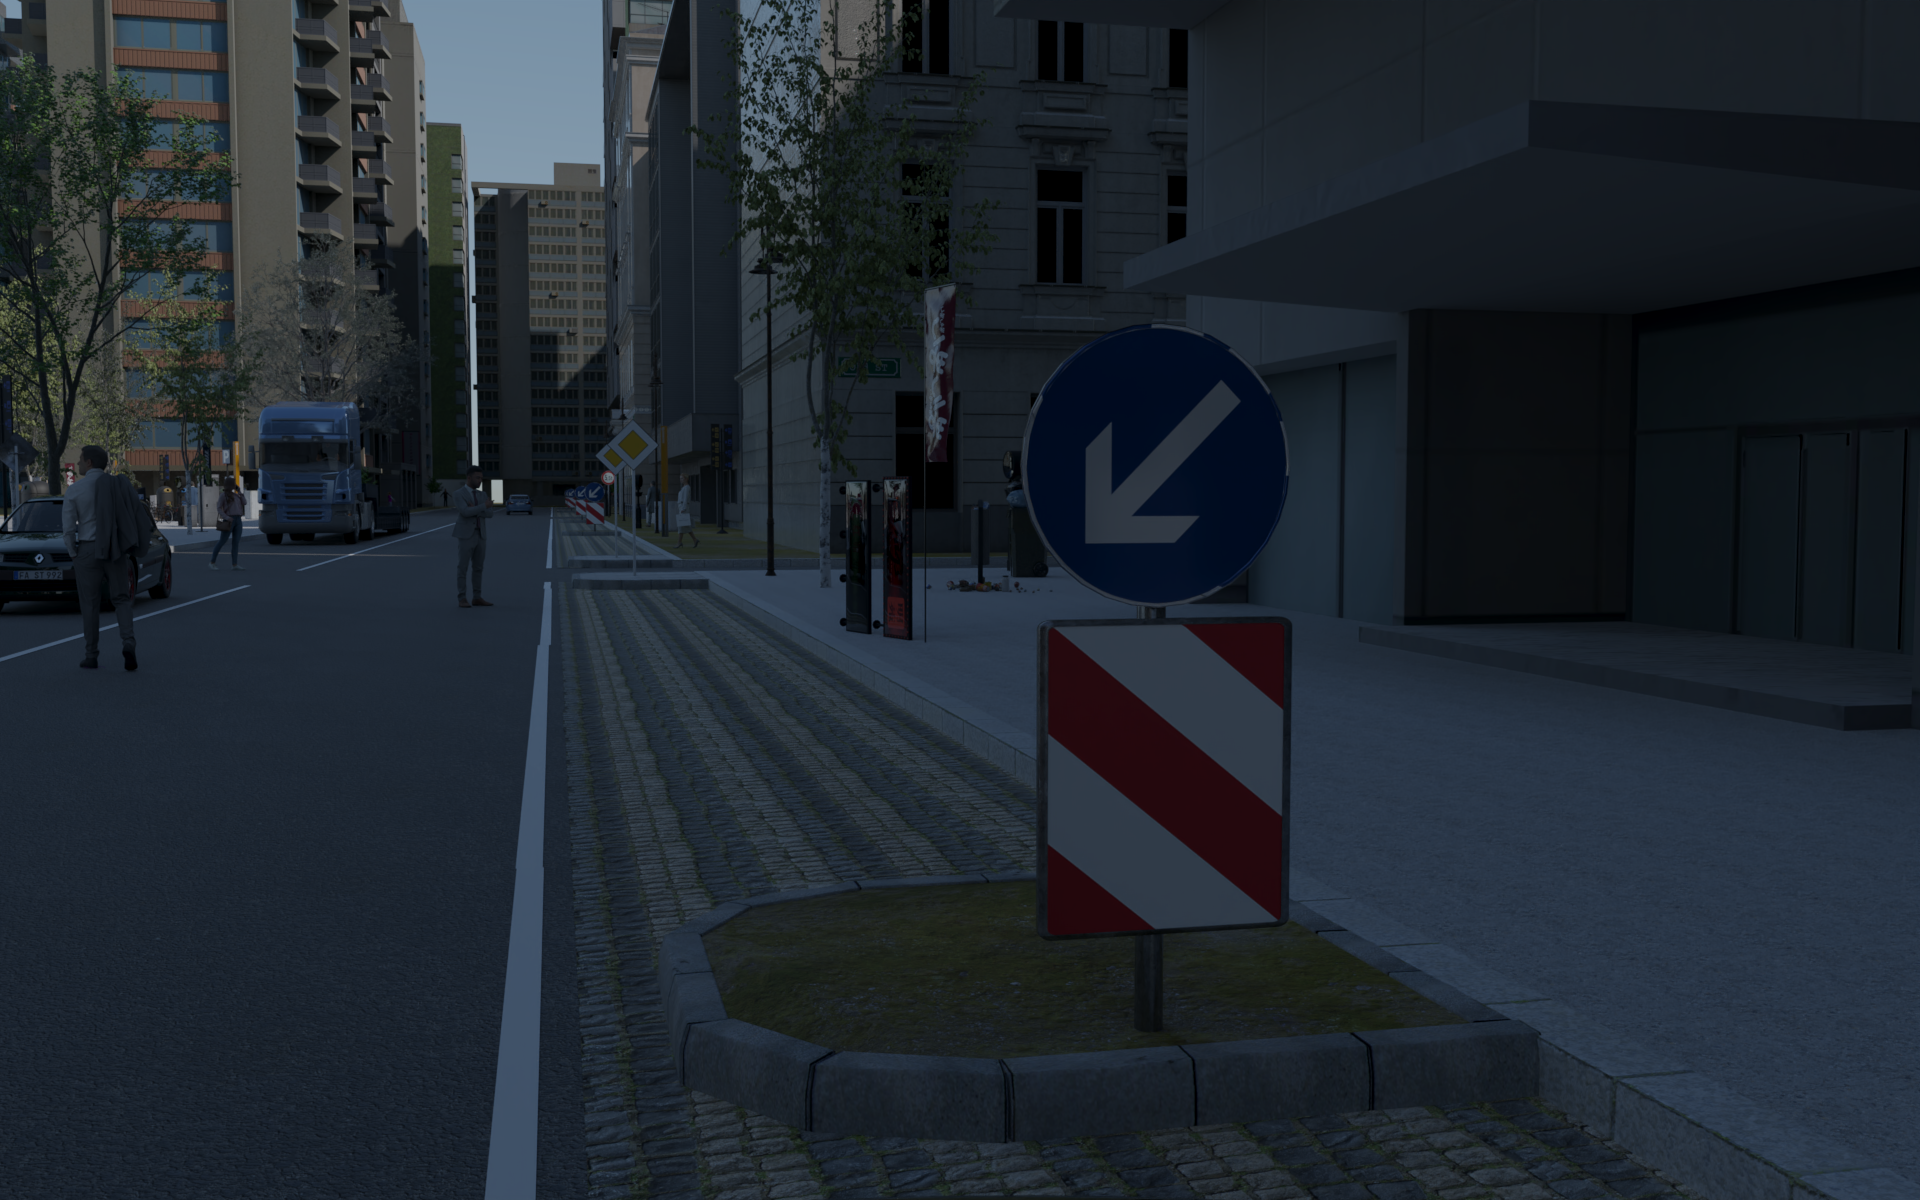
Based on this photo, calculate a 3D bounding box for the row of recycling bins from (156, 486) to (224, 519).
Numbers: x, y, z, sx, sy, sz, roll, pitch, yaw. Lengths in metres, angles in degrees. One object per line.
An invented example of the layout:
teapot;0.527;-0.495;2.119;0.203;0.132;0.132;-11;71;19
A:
row of recycling bins;-39.369;-5.006;88.957;3.534;1.692;1.069;-1;4;-16

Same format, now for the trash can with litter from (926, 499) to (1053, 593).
trash can with litter;0.377;-0.761;23.503;1.678;1.210;2.233;0;4;0

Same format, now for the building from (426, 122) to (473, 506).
building;-61.911;-31.138;192.703;14.086;41.232;14.154;-1;4;-13

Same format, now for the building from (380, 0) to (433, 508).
building;-62.019;-33.049;164.046;21.600;48.544;21.300;-1;4;-13

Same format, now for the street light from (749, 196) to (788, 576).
street light;-2.973;-3.318;27.033;0.468;5.910;1.993;-1;4;-13

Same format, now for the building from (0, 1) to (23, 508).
building;-100.923;-32.694;154.154;30.456;49.044;23.786;-1;4;-13

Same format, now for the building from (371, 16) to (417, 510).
building;-55.550;-42.910;139.838;20.563;71.187;20.611;-1;4;-13

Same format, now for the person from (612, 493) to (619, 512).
person;-24.418;-7.130;123.143;0.617;1.759;0.750;0;4;3

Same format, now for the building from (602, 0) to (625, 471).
building;-14.866;-33.743;140.937;28.713;52.752;27.495;-1;4;-13

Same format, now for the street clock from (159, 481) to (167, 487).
street clock;-44.402;-5.624;96.529;0.358;2.002;0.471;0;4;-5

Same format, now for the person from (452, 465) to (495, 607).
person;-6.151;-0.814;21.993;0.466;1.800;0.511;1;4;22

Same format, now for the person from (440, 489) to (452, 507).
person;-51.979;-10.335;175.045;0.705;1.821;1.348;3;5;44

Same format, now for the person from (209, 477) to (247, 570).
person;-13.787;-1.435;32.552;0.643;1.750;0.593;1;4;22

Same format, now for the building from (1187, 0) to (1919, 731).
building;16.212;-25.697;9.389;28.713;52.752;27.495;-1;4;-13

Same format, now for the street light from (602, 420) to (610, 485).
street light;-21.974;-8.257;107.795;0.468;5.910;1.993;-1;4;-13

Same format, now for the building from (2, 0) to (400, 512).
building;-50.309;-28.250;116.509;22.147;44.769;28.867;-1;4;-13

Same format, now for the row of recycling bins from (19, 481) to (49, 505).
row of recycling bins;-29.065;-2.896;54.460;1.069;1.692;3.534;-2;4;-34

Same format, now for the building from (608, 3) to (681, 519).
building;-13.024;-19.186;99.602;13.634;28.700;20.117;-1;4;-13

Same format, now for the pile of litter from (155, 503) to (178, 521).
pile of litter;-37.479;-4.149;81.808;1.719;0.858;1.176;-1;4;-17

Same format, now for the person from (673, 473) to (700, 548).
person;-6.469;-2.114;40.956;0.624;1.780;0.694;0;4;-1

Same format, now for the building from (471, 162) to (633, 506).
building;-45.355;-31.447;206.046;23.993;40.220;32.217;-1;4;-13

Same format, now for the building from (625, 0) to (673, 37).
building;-15.761;-26.623;118.887;14.154;41.232;14.086;-1;4;-13

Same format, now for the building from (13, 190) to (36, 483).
building;-80.523;-24.073;165.300;14.107;30.474;14.160;-1;4;-13

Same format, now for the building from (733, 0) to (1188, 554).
building;16.116;-16.654;48.703;44.131;29.872;17.030;-1;4;-13

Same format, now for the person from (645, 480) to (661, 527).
person;-11.945;-3.752;67.484;0.767;1.812;0.694;3;5;43

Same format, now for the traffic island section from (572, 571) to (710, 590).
traffic island section;-5.056;-0.298;27.152;2.009;0.180;2.903;-1;4;-13

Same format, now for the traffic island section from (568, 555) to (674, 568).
traffic island section;-6.883;-0.773;34.926;2.009;0.180;2.903;-1;4;-13

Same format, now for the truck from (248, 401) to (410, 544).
truck;-19.999;-4.064;56.198;2.967;4.110;18.799;-1;4;-13

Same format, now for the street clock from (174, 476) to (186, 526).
street clock;-31.387;-3.988;69.767;0.471;2.002;0.358;2;4;30

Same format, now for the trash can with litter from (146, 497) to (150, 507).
trash can with litter;-43.292;-4.930;91.987;0.624;1.170;1.055;-1;4;-12

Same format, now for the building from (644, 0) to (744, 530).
building;-5.706;-15.691;75.610;14.314;24.678;30.058;-1;4;-13

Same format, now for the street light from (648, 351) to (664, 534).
street light;-9.858;-5.101;56.191;0.468;5.910;1.993;-1;4;-13

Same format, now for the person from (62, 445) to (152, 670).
person;-6.956;-0.339;14.137;0.679;1.850;0.850;-3;5;-44

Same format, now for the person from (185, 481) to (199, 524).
person;-31.274;-3.944;70.712;0.721;1.800;0.419;-3;5;-43

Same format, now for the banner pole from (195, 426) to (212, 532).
banner pole;-25.677;-4.211;58.860;0.401;3.779;0.863;1;4;11

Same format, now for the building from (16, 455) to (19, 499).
building;-85.051;-53.677;190.283;31.000;86.520;22.319;-1;4;-13

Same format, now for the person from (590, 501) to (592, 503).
person;-32.944;-9.072;154.887;0.721;1.766;1.217;-1;4;-9

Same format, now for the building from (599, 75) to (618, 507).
building;-23.085;-33.592;168.832;23.786;49.044;30.456;-1;4;-13

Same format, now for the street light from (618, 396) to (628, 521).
street light;-15.935;-6.677;81.956;0.468;5.910;1.993;-1;4;-13

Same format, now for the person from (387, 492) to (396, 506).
person;-36.858;-6.294;112.172;0.991;1.433;0.599;3;5;40

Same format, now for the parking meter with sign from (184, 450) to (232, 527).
parking meter with sign;-29.256;-4.348;67.349;0.543;3.016;1.738;3;4;38
